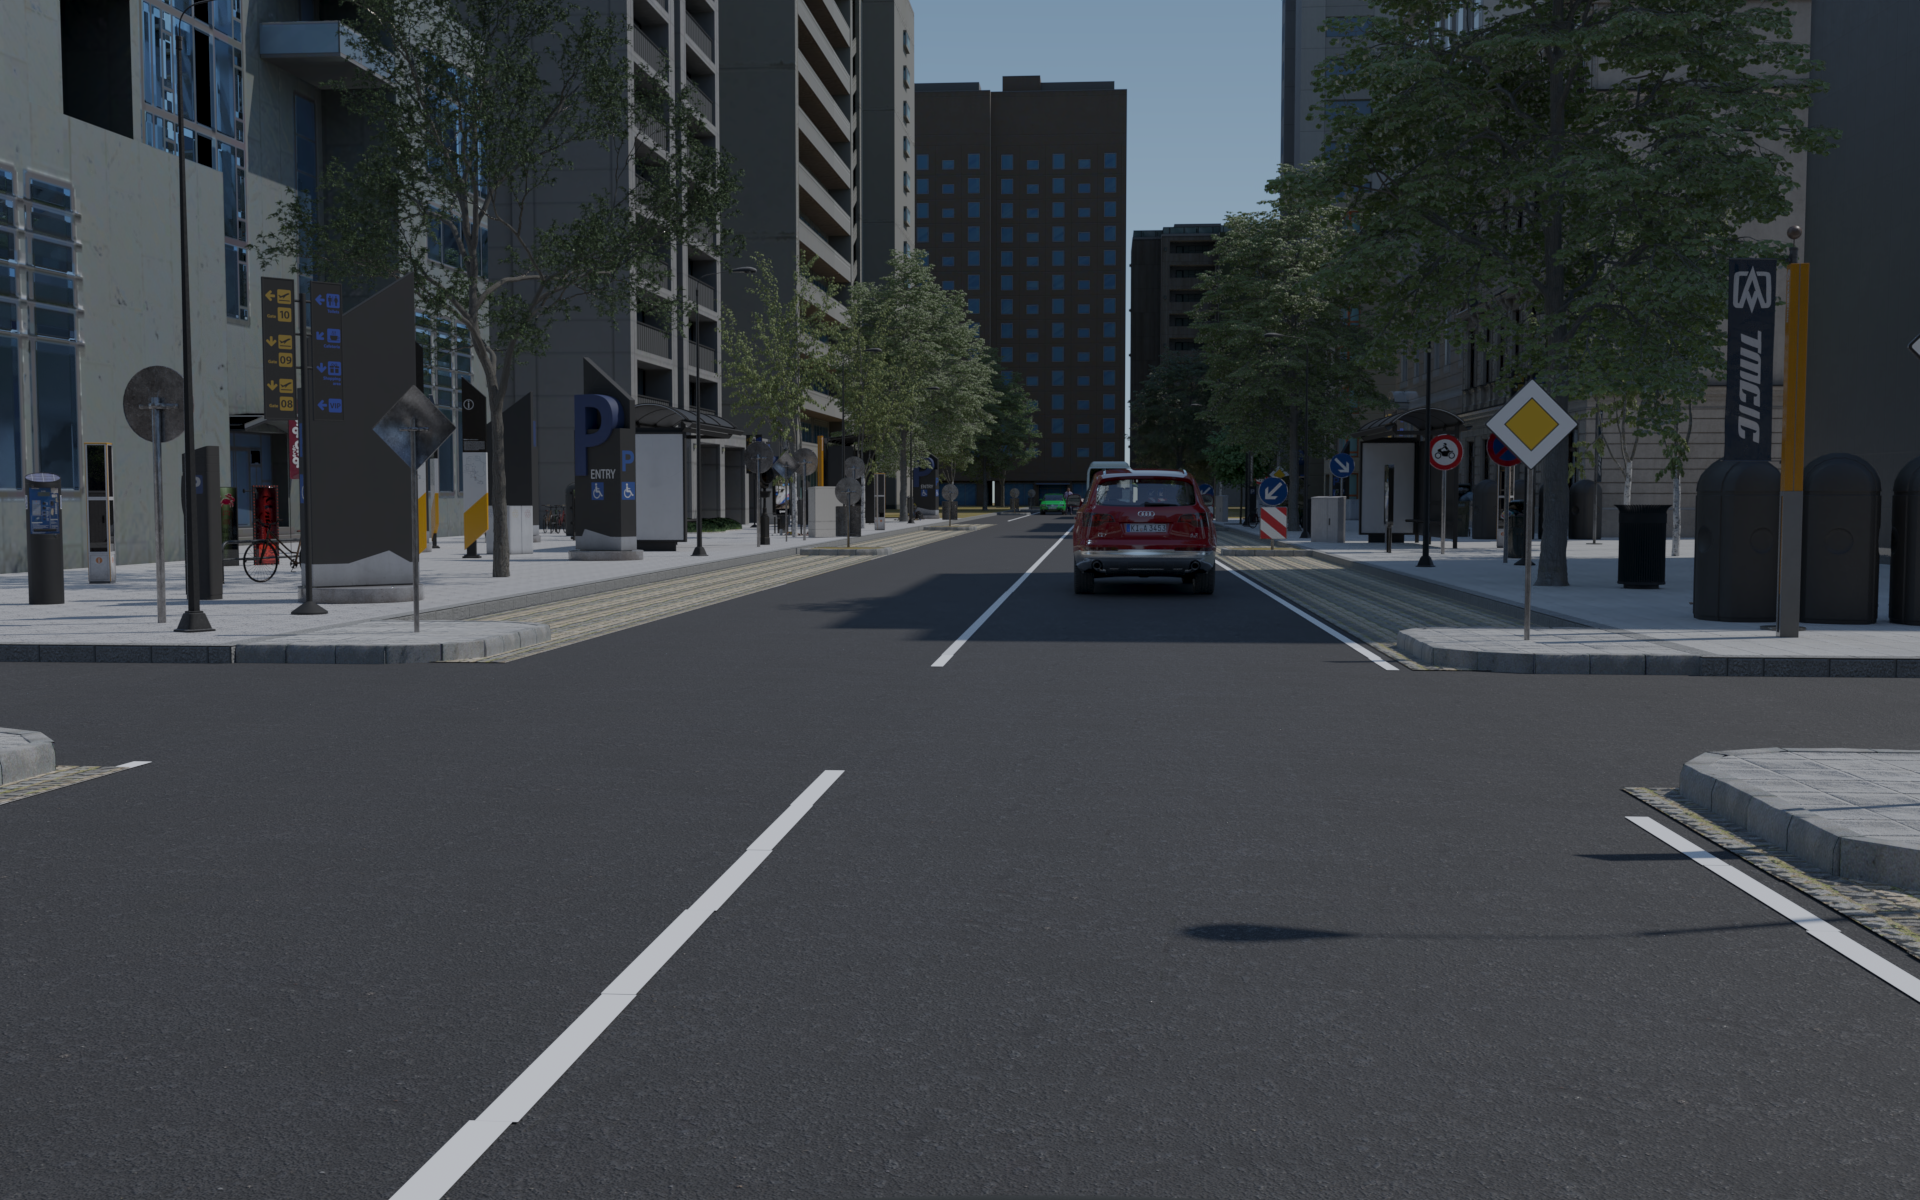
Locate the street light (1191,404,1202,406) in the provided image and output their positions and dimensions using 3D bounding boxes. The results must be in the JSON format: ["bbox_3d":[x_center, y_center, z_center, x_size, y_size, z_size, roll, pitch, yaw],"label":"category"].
[{"bbox_3d":[12.594,-7.151,89.452,1.470,5.913,1.316,0,4,5],"label":"street light"}]

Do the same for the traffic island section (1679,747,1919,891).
[{"bbox_3d":[4.331,0.919,7.259,2.009,0.180,2.903,0,4,5],"label":"traffic island section"}]

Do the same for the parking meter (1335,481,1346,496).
[{"bbox_3d":[16.701,-4.302,76.053,0.399,1.863,0.255,-2,4,-25],"label":"parking meter"}]

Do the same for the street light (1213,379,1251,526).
[{"bbox_3d":[11.006,-5.946,69.758,1.470,5.913,1.316,0,4,5],"label":"street light"}]

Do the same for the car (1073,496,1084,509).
[{"bbox_3d":[10.002,-8.657,153.899,2.083,1.381,4.827,0,4,6],"label":"car"}]

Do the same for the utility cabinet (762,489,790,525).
[{"bbox_3d":[-7.617,-3.855,71.704,1.173,1.500,0.318,1,4,21],"label":"utility cabinet"}]

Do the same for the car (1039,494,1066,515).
[{"bbox_3d":[6.491,-6.791,119.831,1.959,1.807,4.718,0,4,6],"label":"car"}]

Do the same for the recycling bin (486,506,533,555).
[{"bbox_3d":[-9.644,-1.500,37.073,0.722,1.027,0.722,2,4,32],"label":"recycling bin"}]

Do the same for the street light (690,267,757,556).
[{"bbox_3d":[-4.854,-3.858,35.627,1.470,5.913,1.316,0,4,5],"label":"street light"}]

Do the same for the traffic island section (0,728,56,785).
[{"bbox_3d":[-5.725,0.867,8.104,2.009,0.180,2.903,0,4,5],"label":"traffic island section"}]

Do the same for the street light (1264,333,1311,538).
[{"bbox_3d":[9.459,-4.741,50.061,1.470,5.913,1.316,0,4,5],"label":"street light"}]

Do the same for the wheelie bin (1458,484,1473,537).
[{"bbox_3d":[14.992,-2.691,51.900,0.980,1.594,0.693,1,4,19],"label":"wheelie bin"}]

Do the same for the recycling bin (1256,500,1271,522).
[{"bbox_3d":[13.696,-4.053,78.814,0.722,1.027,0.722,-1,4,-19],"label":"recycling bin"}]

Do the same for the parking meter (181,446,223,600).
[{"bbox_3d":[-9.211,-0.938,21.039,0.399,1.863,0.255,1,4,14],"label":"parking meter"}]

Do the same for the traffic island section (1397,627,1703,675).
[{"bbox_3d":[4.997,0.432,15.216,2.009,0.180,2.903,0,4,5],"label":"traffic island section"}]

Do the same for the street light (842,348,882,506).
[{"bbox_3d":[-3.190,-5.063,55.314,1.470,5.913,1.316,0,4,5],"label":"street light"}]

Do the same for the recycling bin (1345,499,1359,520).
[{"bbox_3d":[19.261,-4.430,84.977,0.722,1.027,0.722,-1,4,-20],"label":"recycling bin"}]

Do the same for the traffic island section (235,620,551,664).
[{"bbox_3d":[-5.058,0.380,16.061,2.009,0.180,2.903,0,4,5],"label":"traffic island section"}]

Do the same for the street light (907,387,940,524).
[{"bbox_3d":[-1.588,-6.276,75.147,1.470,5.913,1.316,0,4,5],"label":"street light"}]

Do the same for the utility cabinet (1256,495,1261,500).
[{"bbox_3d":[14.852,-4.478,84.372,1.020,1.237,0.306,1,4,9],"label":"utility cabinet"}]

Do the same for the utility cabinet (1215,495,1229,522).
[{"bbox_3d":[12.145,-4.234,80.383,0.306,1.237,1.020,-1,4,-10],"label":"utility cabinet"}]

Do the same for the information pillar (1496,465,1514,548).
[{"bbox_3d":[12.966,-2.243,41.167,0.304,2.012,0.304,3,4,37],"label":"information pillar"}]

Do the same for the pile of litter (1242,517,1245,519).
[{"bbox_3d":[14.993,-4.498,87.505,1.176,0.858,1.719,-1,4,-22],"label":"pile of litter"}]

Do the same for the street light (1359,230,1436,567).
[{"bbox_3d":[7.663,-3.538,30.384,1.470,5.913,1.316,0,4,5],"label":"street light"}]

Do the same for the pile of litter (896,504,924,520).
[{"bbox_3d":[-2.545,-4.457,86.840,1.719,0.858,1.176,-1,4,-16],"label":"pile of litter"}]

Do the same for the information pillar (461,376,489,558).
[{"bbox_3d":[-9.673,-2.639,34.506,0.504,3.616,0.183,0,4,1],"label":"information pillar"}]

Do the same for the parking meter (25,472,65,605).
[{"bbox_3d":[-10.658,-0.719,20.169,0.372,1.533,0.369,0,3,0],"label":"parking meter"}]

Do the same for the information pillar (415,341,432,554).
[{"bbox_3d":[-7.318,-1.927,22.854,0.504,3.616,0.183,-3,4,-37],"label":"information pillar"}]

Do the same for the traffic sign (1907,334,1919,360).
[{"bbox_3d":[4.306,-0.217,7.184,0.795,2.450,0.064,0,4,5],"label":"traffic sign"}]

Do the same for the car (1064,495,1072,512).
[{"bbox_3d":[8.347,-7.958,142.685,1.945,1.354,3.894,0,4,6],"label":"car"}]

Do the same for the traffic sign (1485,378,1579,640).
[{"bbox_3d":[4.973,-0.703,15.141,0.795,2.450,0.064,0,4,5],"label":"traffic sign"}]

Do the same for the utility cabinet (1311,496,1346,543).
[{"bbox_3d":[9.776,-2.132,46.017,0.306,1.237,1.020,-2,4,-32],"label":"utility cabinet"}]

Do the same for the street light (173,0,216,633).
[{"bbox_3d":[-6.611,-2.655,15.947,1.470,5.913,1.316,0,4,5],"label":"street light"}]

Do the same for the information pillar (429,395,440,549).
[{"bbox_3d":[-12.361,-3.018,40.699,0.183,3.616,0.504,-2,4,-29],"label":"information pillar"}]

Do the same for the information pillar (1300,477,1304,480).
[{"bbox_3d":[14.356,-4.185,72.914,0.304,2.012,0.304,0,4,0],"label":"information pillar"}]

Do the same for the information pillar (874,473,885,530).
[{"bbox_3d":[-2.838,-3.469,61.217,0.304,2.012,0.304,-1,4,-22],"label":"information pillar"}]

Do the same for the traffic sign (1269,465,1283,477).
[{"bbox_3d":[12.554,-4.095,68.138,0.795,2.450,0.064,0,4,7],"label":"traffic sign"}]

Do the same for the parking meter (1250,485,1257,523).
[{"bbox_3d":[12.878,-4.329,76.487,0.399,1.863,0.255,0,4,1],"label":"parking meter"}]

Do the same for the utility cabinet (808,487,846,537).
[{"bbox_3d":[-3.969,-2.593,51.078,0.318,1.500,1.173,3,5,40],"label":"utility cabinet"}]

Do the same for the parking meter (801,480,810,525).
[{"bbox_3d":[-6.410,-4.051,71.946,0.255,1.863,0.399,1,4,16],"label":"parking meter"}]

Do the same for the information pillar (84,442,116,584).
[{"bbox_3d":[-12.312,-1.242,24.806,0.304,2.012,0.304,-1,4,-12],"label":"information pillar"}]

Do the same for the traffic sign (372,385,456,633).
[{"bbox_3d":[-5.034,-0.756,15.997,0.795,2.450,0.064,0,4,5],"label":"traffic sign"}]

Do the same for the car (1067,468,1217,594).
[{"bbox_3d":[2.753,-1.081,26.352,2.281,1.827,5.304,0,4,4],"label":"car"}]
